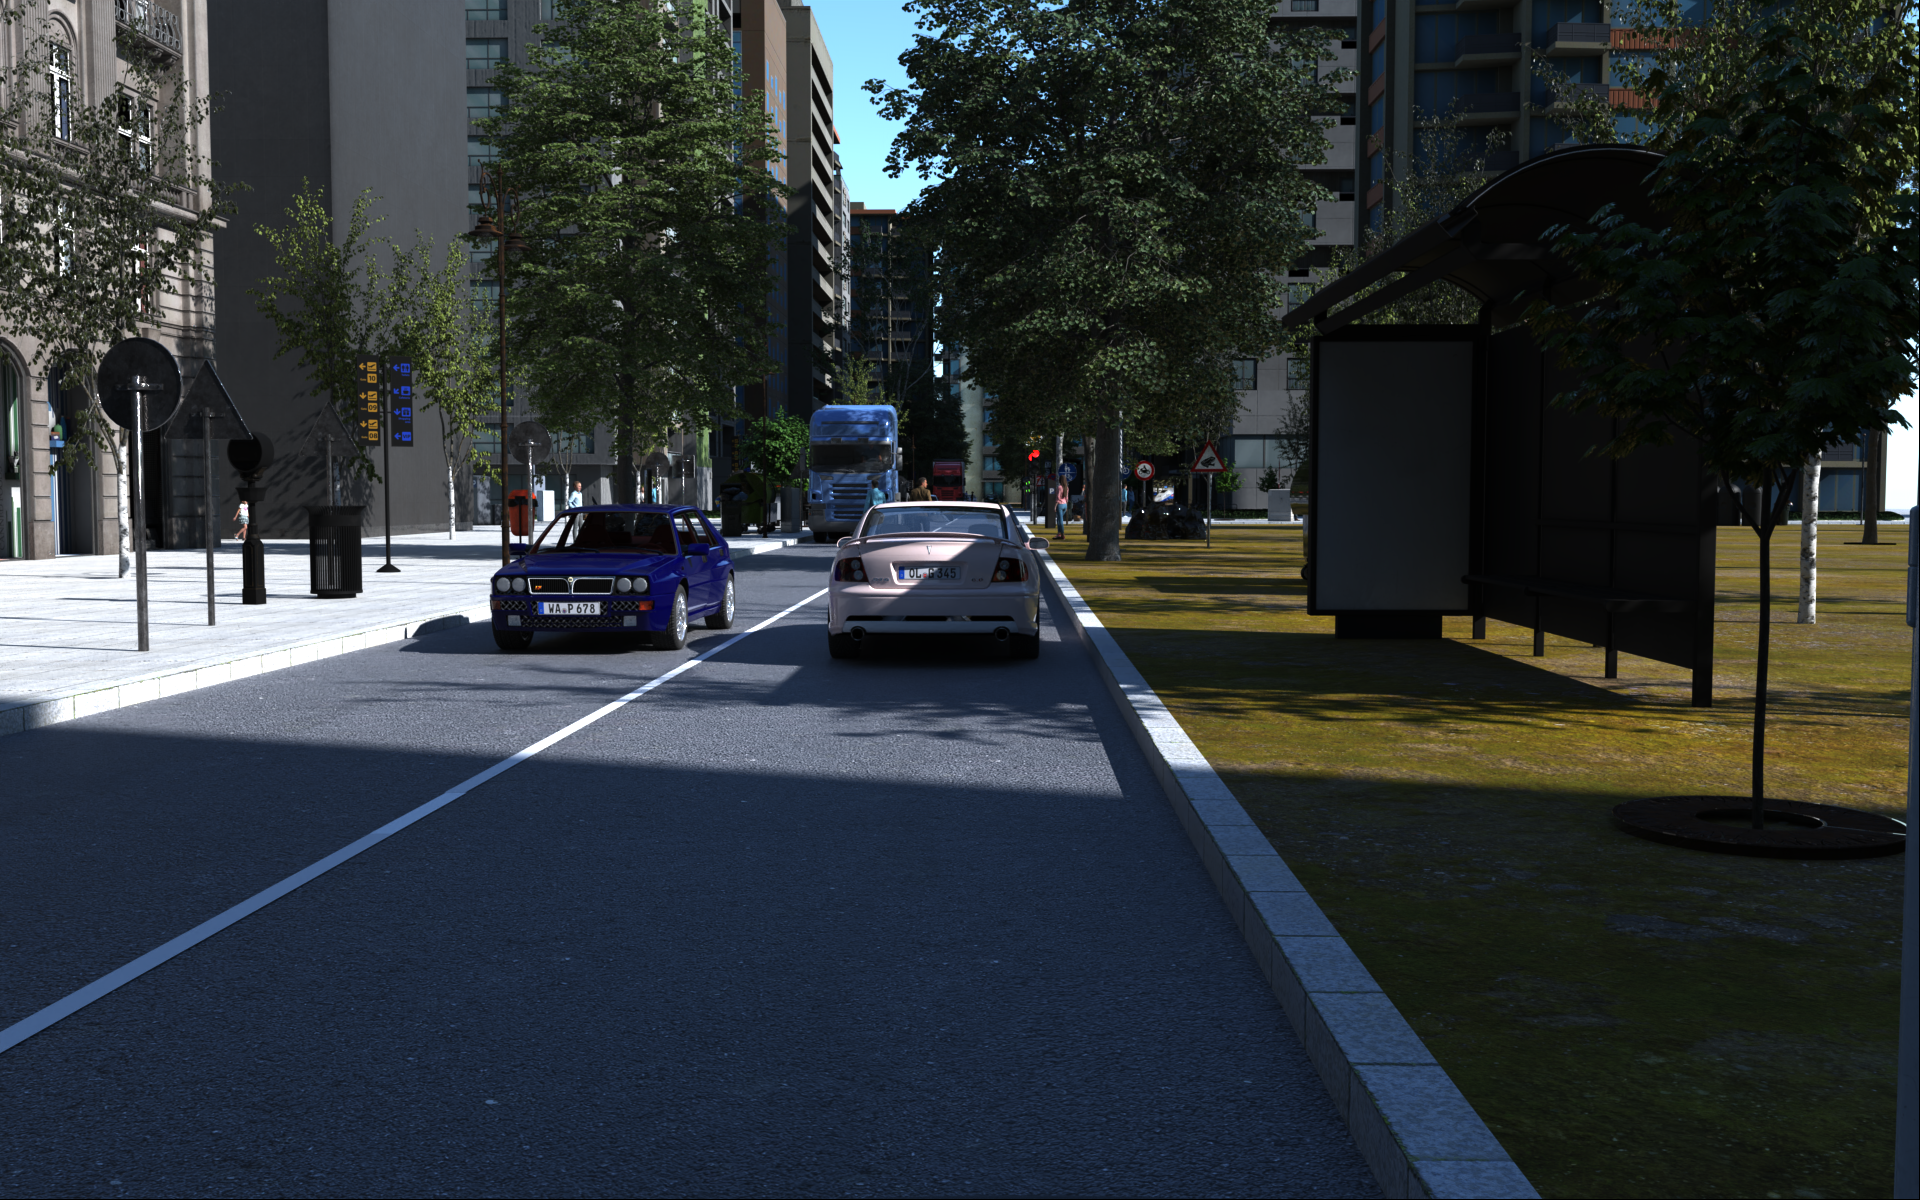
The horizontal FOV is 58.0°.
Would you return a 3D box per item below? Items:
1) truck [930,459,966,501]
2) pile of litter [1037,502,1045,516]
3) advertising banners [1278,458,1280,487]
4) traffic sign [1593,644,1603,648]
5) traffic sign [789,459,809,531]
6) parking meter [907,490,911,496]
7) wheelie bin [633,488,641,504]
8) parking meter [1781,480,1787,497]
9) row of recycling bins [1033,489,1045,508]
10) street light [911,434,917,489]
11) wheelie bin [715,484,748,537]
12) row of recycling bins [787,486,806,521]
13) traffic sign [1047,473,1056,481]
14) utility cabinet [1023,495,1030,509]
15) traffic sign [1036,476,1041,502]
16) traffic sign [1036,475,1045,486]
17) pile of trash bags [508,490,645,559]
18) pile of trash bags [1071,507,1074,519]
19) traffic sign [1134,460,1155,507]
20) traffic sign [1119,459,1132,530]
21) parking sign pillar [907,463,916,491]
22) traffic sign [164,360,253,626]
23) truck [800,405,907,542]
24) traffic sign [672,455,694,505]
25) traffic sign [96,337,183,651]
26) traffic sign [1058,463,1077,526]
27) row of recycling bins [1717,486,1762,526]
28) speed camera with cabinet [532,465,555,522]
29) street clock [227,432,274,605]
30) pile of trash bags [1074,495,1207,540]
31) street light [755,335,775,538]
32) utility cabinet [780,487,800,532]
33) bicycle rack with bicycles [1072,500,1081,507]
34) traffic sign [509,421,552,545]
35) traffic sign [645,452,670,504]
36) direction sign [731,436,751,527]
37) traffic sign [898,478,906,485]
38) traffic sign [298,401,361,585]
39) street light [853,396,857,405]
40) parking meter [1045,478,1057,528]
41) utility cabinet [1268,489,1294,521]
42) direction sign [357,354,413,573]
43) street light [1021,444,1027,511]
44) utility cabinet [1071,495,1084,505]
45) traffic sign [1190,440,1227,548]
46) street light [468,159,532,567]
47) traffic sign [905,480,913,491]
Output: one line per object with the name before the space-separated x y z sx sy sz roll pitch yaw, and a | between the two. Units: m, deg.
truck | -0.904 -9.279 140.623 2.839 4.237 11.283 0 4 1
pile of litter | 4.674 -5.264 100.029 1.176 0.858 1.719 -3 5 -44
advertising banners | 15.264 -5.299 82.821 0.090 3.025 2.074 1 4 12
traffic sign | 5.337 -0.875 14.409 0.768 2.556 0.104 0 4 3
traffic sign | -5.483 -3.657 59.804 0.884 2.594 0.081 0 4 6
parking meter | -3.566 -6.990 122.691 0.372 1.533 0.369 0 3 0
wheelie bin | -15.831 -4.667 84.212 0.693 1.594 0.980 -1 4 -18
parking meter | 34.631 -4.099 72.733 0.255 1.863 0.399 2 4 31
row of recycling bins | 7.733 -9.024 154.653 1.069 1.692 3.534 -3 4 -39
street light | -3.610 -9.875 134.238 0.468 5.910 1.993 0 4 1
wheelie bin | -6.873 -2.709 52.207 0.980 1.594 0.693 -1 4 -11
row of recycling bins | -8.528 -4.636 82.909 3.534 1.692 1.069 1 4 20
traffic sign | 5.730 -6.520 106.703 0.768 2.556 0.104 1 4 9
utility cabinet | 5.736 -8.355 147.770 0.306 1.237 1.020 -1 4 -21
traffic sign | 5.473 -7.341 120.126 0.768 2.556 0.104 0 4 3
traffic sign | 5.324 -6.872 112.367 0.884 2.594 0.081 0 4 2
pile of trash bags | -7.300 -1.516 34.536 3.447 1.369 1.912 0 4 -6
pile of trash bags | 5.635 -4.797 88.189 1.912 1.369 3.447 -3 4 -37
traffic sign | 6.993 -4.013 65.721 0.768 2.556 0.104 0 4 7
traffic sign | 5.707 -3.752 61.454 0.768 2.556 0.104 1 4 11
parking sign pillar | -4.182 -9.813 148.907 1.447 3.967 1.447 -1 4 -15
traffic sign | -7.297 -1.028 16.815 0.884 2.594 0.081 0 4 4
truck | -2.915 -4.189 58.256 2.967 4.110 18.799 0 4 2
traffic sign | -7.263 -2.649 45.446 0.606 2.300 0.079 1 4 11
traffic sign | -6.669 -0.854 14.071 0.768 2.556 0.104 1 4 10
traffic sign | 4.358 -4.299 70.402 0.768 2.556 0.104 0 4 4
row of recycling bins | 31.028 -3.882 70.583 1.069 1.692 3.534 -2 4 -34
speed camera with cabinet | -19.688 -5.337 81.590 0.660 3.252 2.038 -2 4 -30
street clock | -8.218 -0.951 20.114 0.471 2.002 0.358 1 4 14
pile of trash bags | 5.187 -2.405 49.067 3.447 1.369 1.912 0 4 -7
street light | -5.689 -4.745 50.374 0.468 5.910 1.993 0 4 1
utility cabinet | -5.643 -2.995 57.648 0.318 1.500 1.173 -2 4 -24
bicycle rack with bicycles | 6.829 -5.485 103.056 2.925 0.926 2.852 -1 4 -13
traffic sign | -7.494 -1.840 30.187 0.768 2.556 0.104 0 4 5
traffic sign | -9.168 -3.202 52.465 0.768 2.556 0.104 0 4 6
direction sign | -8.524 -4.618 67.505 0.876 3.537 0.379 2 4 25
traffic sign | -4.480 -8.196 134.114 0.768 2.556 0.104 0 4 6
traffic sign | -8.844 -1.487 24.309 0.884 2.594 0.081 0 4 2
street light | -4.963 -6.671 81.851 0.468 5.910 1.993 0 4 1
parking meter | 3.402 -3.620 64.895 0.399 1.863 0.255 -1 4 -19
utility cabinet | 14.864 -4.379 80.269 1.173 1.500 0.318 3 4 36
direction sign | -9.396 -2.225 28.373 0.876 3.537 0.379 -2 4 -34
street light | 5.564 -11.183 155.624 0.468 5.910 1.993 0 4 1
utility cabinet | 7.335 -5.836 106.586 1.020 1.237 0.306 -1 4 -10
traffic sign | 5.960 -2.537 41.491 0.884 2.594 0.081 1 4 11
street light | -6.428 -3.155 24.369 0.468 5.910 1.993 0 4 1
traffic sign | -3.817 -7.740 128.677 0.606 2.300 0.079 1 4 10
